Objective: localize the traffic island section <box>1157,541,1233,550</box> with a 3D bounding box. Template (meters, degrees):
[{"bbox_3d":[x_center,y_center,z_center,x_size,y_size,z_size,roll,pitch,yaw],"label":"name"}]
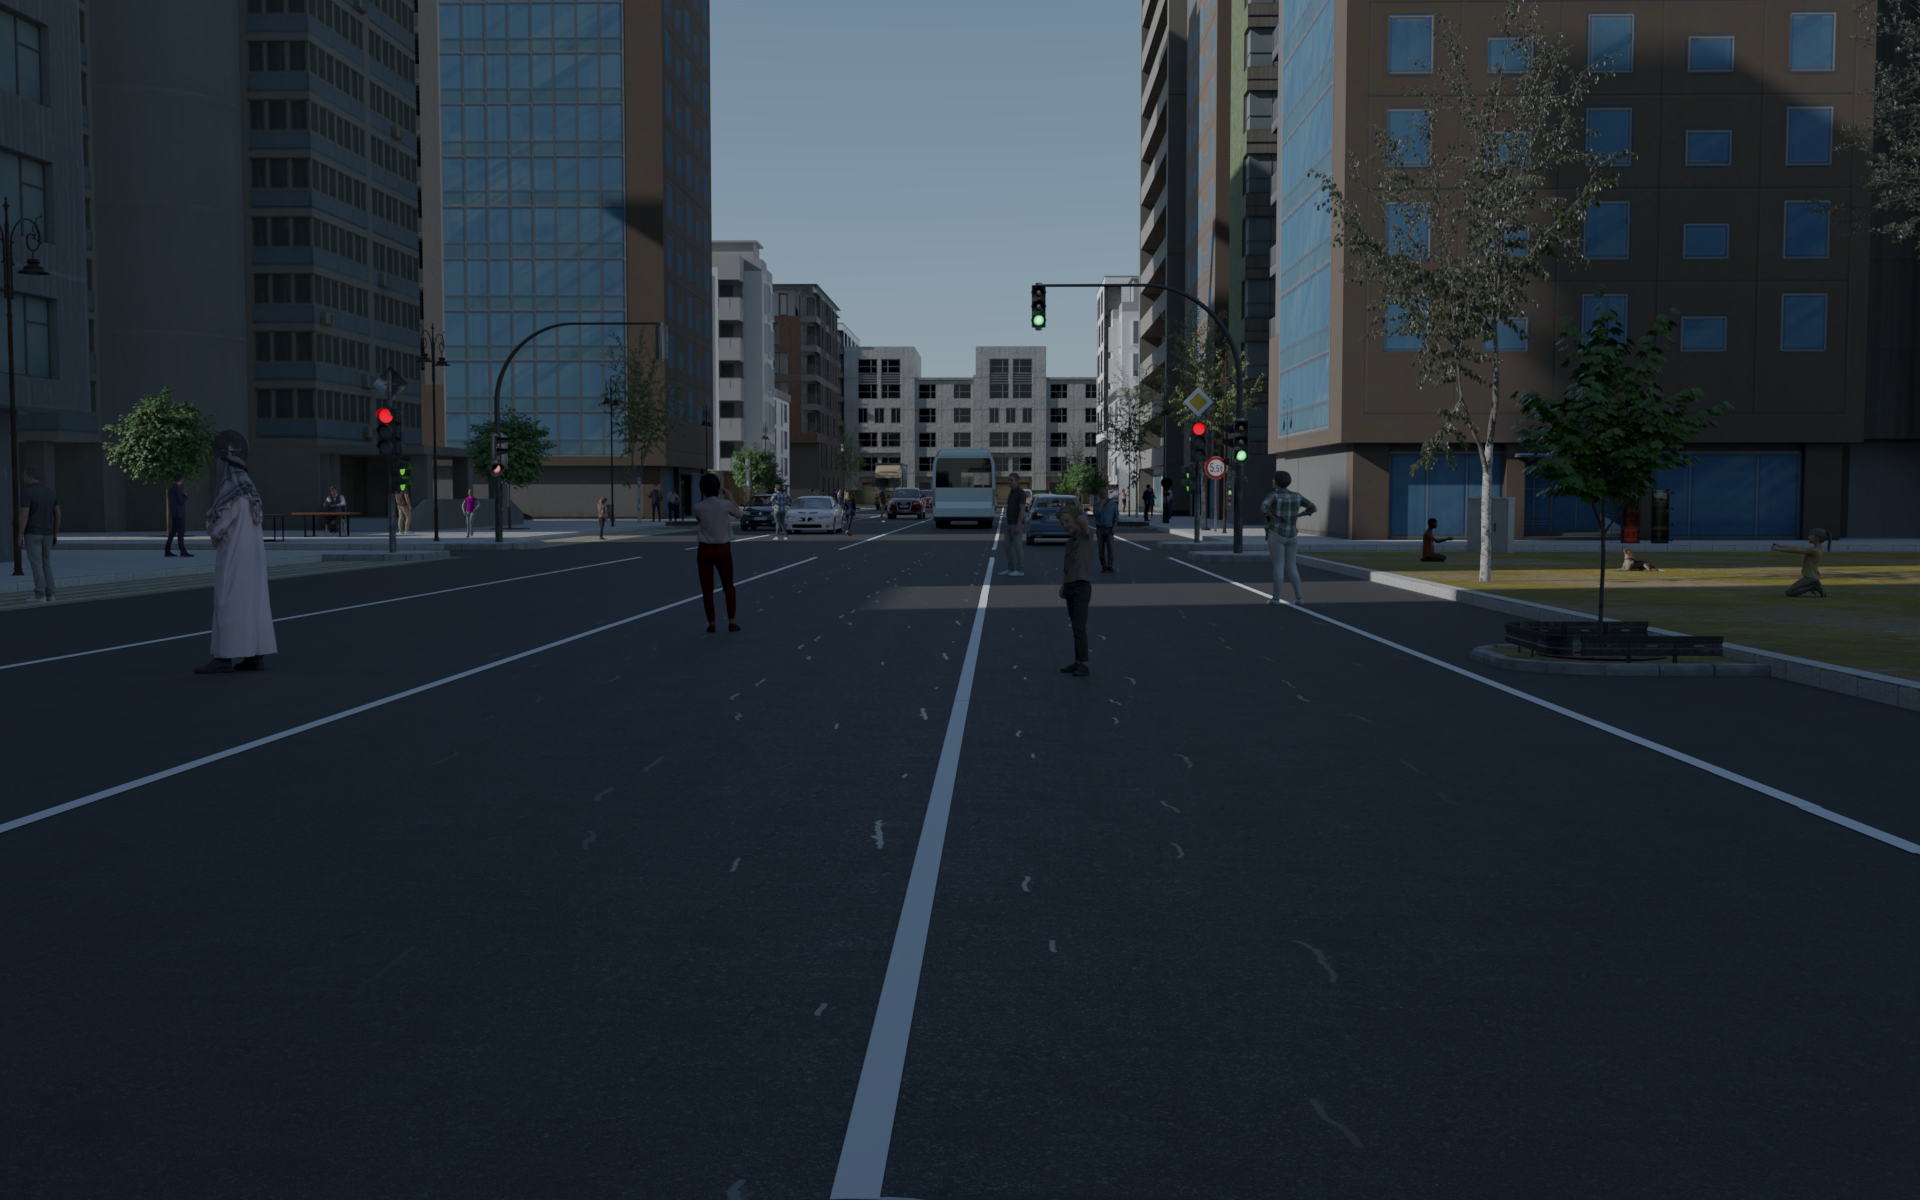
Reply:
[{"bbox_3d":[6.256,-1.425,45.572,2.009,0.180,2.903,0,4,2],"label":"traffic island section"}]

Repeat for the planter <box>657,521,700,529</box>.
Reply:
[{"bbox_3d":[-11.282,-3.067,71.281,1.991,0.319,1.994,0,4,2],"label":"planter"}]

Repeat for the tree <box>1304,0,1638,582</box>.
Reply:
[{"bbox_3d":[7.521,-4.585,25.334,4.360,8.622,3.978,0,3,0],"label":"tree"}]

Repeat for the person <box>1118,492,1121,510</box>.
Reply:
[{"bbox_3d":[10.422,-6.585,115.171,0.593,1.643,0.415,1,4,16],"label":"person"}]

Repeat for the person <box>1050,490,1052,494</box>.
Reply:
[{"bbox_3d":[8.891,-9.898,170.339,0.705,1.823,1.348,2,4,25],"label":"person"}]

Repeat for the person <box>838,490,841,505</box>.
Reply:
[{"bbox_3d":[-11.534,-9.750,166.390,0.436,1.711,0.756,1,4,16],"label":"person"}]

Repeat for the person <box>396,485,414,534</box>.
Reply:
[{"bbox_3d":[-17.925,-3.043,55.919,0.598,1.807,0.434,3,5,44],"label":"person"}]

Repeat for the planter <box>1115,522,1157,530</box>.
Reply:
[{"bbox_3d":[6.912,-3.002,70.222,1.991,0.319,1.994,0,4,2],"label":"planter"}]

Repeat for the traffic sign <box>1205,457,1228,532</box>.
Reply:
[{"bbox_3d":[8.687,-3.591,58.812,0.768,2.556,0.104,0,4,7],"label":"traffic sign"}]

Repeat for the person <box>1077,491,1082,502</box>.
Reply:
[{"bbox_3d":[11.990,-10.232,173.467,0.705,1.807,1.348,-1,4,-20],"label":"person"}]

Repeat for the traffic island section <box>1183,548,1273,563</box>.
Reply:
[{"bbox_3d":[6.043,-0.936,37.590,2.009,0.180,2.903,0,4,2],"label":"traffic island section"}]

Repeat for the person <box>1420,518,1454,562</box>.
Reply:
[{"bbox_3d":[9.055,-1.138,32.932,0.655,0.850,0.859,1,4,20],"label":"person"}]

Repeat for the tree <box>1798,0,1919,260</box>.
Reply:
[{"bbox_3d":[19.066,-7.176,27.693,12.009,13.543,11.850,0,3,0],"label":"tree"}]

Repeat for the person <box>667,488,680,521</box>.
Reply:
[{"bbox_3d":[-13.393,-4.450,81.017,0.614,1.554,0.590,-1,4,-20],"label":"person"}]

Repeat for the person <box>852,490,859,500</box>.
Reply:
[{"bbox_3d":[-10.834,-10.401,176.817,1.217,1.735,0.721,-2,4,-31],"label":"person"}]

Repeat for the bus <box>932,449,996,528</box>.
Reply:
[{"bbox_3d":[0.195,-5.025,77.013,2.948,3.499,13.247,0,4,0],"label":"bus"}]

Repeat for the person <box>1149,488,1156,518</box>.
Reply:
[{"bbox_3d":[9.995,-5.099,91.123,0.444,1.614,0.593,-3,4,-38],"label":"person"}]

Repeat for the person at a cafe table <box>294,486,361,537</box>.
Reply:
[{"bbox_3d":[-18.917,-2.661,52.019,1.698,1.524,1.622,0,4,-1],"label":"person at a cafe table"}]

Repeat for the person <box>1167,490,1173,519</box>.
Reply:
[{"bbox_3d":[10.649,-4.985,88.490,0.436,1.711,0.756,1,4,14],"label":"person"}]

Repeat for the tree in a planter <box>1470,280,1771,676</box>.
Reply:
[{"bbox_3d":[5.420,-1.060,14.550,1.991,3.239,1.994,0,4,2],"label":"tree in a planter"}]

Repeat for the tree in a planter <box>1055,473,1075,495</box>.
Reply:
[{"bbox_3d":[8.971,-9.177,147.261,1.991,3.239,1.994,0,4,2],"label":"tree in a planter"}]

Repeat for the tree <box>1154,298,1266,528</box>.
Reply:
[{"bbox_3d":[9.133,-6.980,64.483,4.737,8.622,4.395,0,3,0],"label":"tree"}]

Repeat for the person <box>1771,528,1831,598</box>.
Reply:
[{"bbox_3d":[10.501,-0.470,21.650,0.695,0.859,0.347,2,4,33],"label":"person"}]

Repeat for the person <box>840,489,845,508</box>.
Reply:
[{"bbox_3d":[-11.163,-9.602,163.490,0.568,1.767,0.683,-1,4,-22],"label":"person"}]

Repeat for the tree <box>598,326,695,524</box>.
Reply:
[{"bbox_3d":[-13.868,-7.648,75.405,4.737,8.622,4.395,0,3,0],"label":"tree"}]

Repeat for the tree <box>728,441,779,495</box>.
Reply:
[{"bbox_3d":[-12.876,-7.605,108.047,4.285,4.588,4.351,0,3,0],"label":"tree"}]

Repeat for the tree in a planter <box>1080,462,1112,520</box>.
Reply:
[{"bbox_3d":[7.632,-6.107,97.067,1.991,3.239,1.994,0,4,2],"label":"tree in a planter"}]

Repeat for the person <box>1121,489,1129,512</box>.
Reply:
[{"bbox_3d":[11.531,-6.931,120.824,0.517,1.644,0.566,0,4,-5],"label":"person"}]

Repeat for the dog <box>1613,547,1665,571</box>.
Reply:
[{"bbox_3d":[11.281,-0.673,28.747,0.748,0.427,0.550,3,4,38],"label":"dog"}]

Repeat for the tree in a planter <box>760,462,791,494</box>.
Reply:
[{"bbox_3d":[-10.564,-6.172,98.126,1.991,3.239,1.994,0,4,2],"label":"tree in a planter"}]

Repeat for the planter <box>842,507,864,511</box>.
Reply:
[{"bbox_3d":[-9.227,-7.756,147.942,1.991,0.319,1.994,0,4,2],"label":"planter"}]

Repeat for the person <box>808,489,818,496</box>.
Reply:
[{"bbox_3d":[-12.378,-8.523,146.178,1.217,1.735,0.721,2,4,24],"label":"person"}]

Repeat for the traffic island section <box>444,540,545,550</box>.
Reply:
[{"bbox_3d":[-12.278,-1.455,46.070,2.009,0.180,2.903,0,4,2],"label":"traffic island section"}]

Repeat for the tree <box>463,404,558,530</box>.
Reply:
[{"bbox_3d":[-16.384,-4.862,63.202,4.285,4.588,4.351,0,3,0],"label":"tree"}]

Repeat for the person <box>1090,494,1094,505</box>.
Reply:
[{"bbox_3d":[15.229,-11.673,200.023,0.621,1.740,0.551,3,5,42],"label":"person"}]

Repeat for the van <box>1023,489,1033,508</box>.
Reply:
[{"bbox_3d":[5.627,-8.882,152.238,2.013,2.044,4.112,0,4,2],"label":"van"}]

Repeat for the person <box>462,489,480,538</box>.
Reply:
[{"bbox_3d":[-14.415,-2.550,50.978,0.726,1.435,0.776,0,4,-6],"label":"person"}]

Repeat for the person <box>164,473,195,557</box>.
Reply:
[{"bbox_3d":[-15.931,-1.733,35.292,0.530,1.710,0.541,-2,4,-32],"label":"person"}]

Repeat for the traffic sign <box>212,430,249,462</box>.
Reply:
[{"bbox_3d":[-14.445,-2.091,34.295,0.768,2.556,0.104,0,4,6],"label":"traffic sign"}]

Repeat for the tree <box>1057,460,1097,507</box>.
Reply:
[{"bbox_3d":[11.690,-11.197,166.781,4.285,4.588,4.351,0,3,0],"label":"tree"}]

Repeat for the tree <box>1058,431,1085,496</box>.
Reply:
[{"bbox_3d":[13.201,-15.127,197.685,4.360,8.622,3.978,0,3,0],"label":"tree"}]

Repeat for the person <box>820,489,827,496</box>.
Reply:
[{"bbox_3d":[-11.850,-8.845,151.378,0.721,1.735,1.217,2,4,31],"label":"person"}]

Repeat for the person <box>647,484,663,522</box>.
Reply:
[{"bbox_3d":[-13.921,-4.432,79.041,0.617,1.759,0.750,0,4,8],"label":"person"}]

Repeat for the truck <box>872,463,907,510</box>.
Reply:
[{"bbox_3d":[-6.330,-10.391,158.808,2.839,4.237,11.283,0,4,1],"label":"truck"}]

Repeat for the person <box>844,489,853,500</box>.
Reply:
[{"bbox_3d":[-11.081,-9.904,167.973,1.348,1.824,0.705,-1,4,-9],"label":"person"}]

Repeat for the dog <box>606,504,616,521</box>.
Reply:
[{"bbox_3d":[-16.394,-4.128,81.867,0.800,0.831,0.513,-2,4,-26],"label":"dog"}]

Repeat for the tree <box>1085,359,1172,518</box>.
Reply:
[{"bbox_3d":[9.323,-8.749,93.410,4.360,8.622,3.978,0,3,0],"label":"tree"}]

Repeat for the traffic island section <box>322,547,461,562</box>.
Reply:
[{"bbox_3d":[-12.491,-0.967,38.088,2.009,0.180,2.903,0,4,2],"label":"traffic island section"}]

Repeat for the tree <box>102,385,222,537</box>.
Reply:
[{"bbox_3d":[-23.673,-4.168,51.868,4.285,4.588,4.351,0,3,0],"label":"tree"}]

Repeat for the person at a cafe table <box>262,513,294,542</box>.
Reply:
[{"bbox_3d":[-19.108,-2.339,46.755,1.622,1.524,1.698,-2,4,-33],"label":"person at a cafe table"}]

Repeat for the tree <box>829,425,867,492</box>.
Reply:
[{"bbox_3d":[-11.429,-13.951,178.456,4.737,8.622,4.395,0,3,0],"label":"tree"}]

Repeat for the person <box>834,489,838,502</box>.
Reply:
[{"bbox_3d":[-11.213,-9.233,157.805,0.445,1.727,0.742,-3,5,-42],"label":"person"}]

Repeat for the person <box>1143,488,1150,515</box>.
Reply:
[{"bbox_3d":[11.630,-6.202,107.577,0.598,1.807,0.434,-2,4,-27],"label":"person"}]

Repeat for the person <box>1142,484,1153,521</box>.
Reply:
[{"bbox_3d":[8.863,-4.569,81.449,0.504,1.737,0.576,1,4,19],"label":"person"}]
